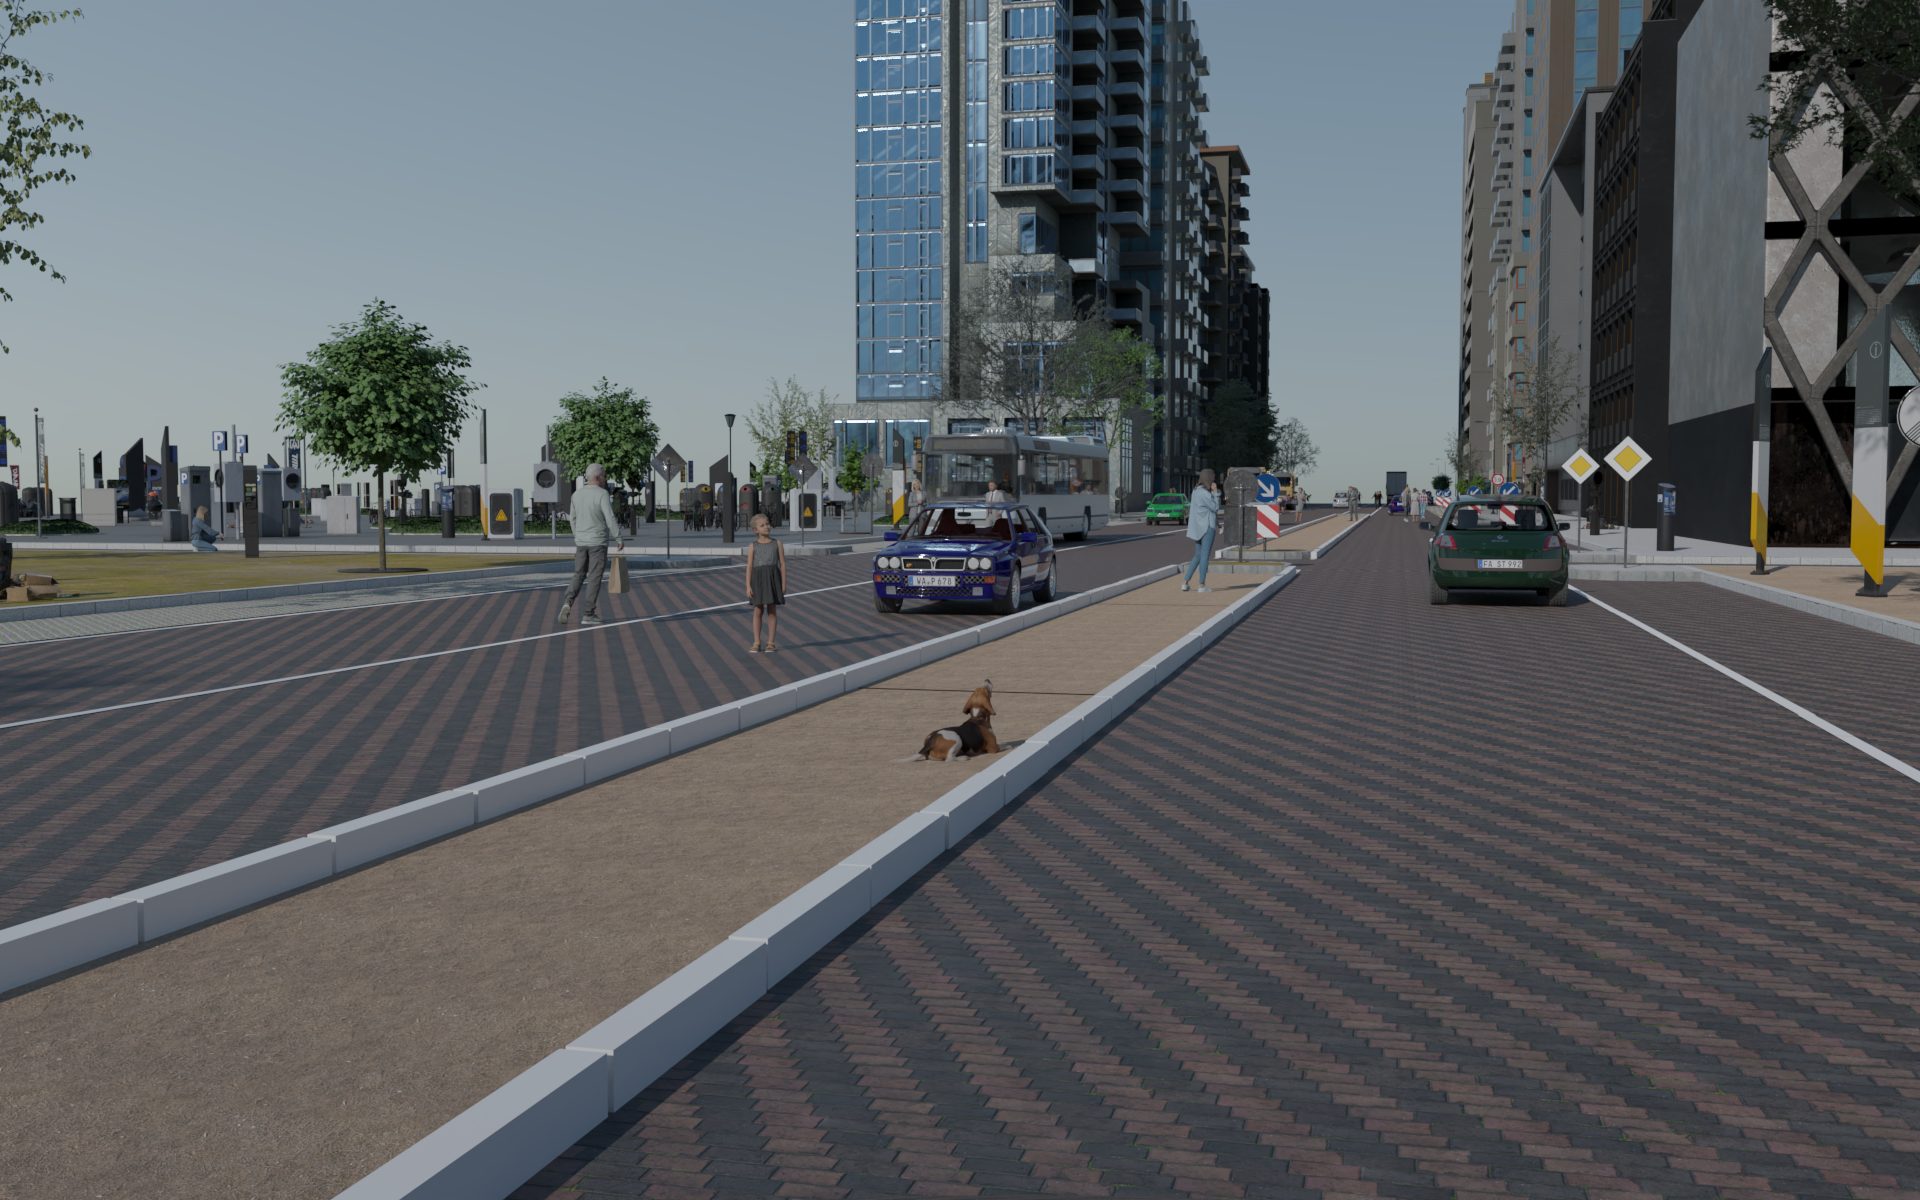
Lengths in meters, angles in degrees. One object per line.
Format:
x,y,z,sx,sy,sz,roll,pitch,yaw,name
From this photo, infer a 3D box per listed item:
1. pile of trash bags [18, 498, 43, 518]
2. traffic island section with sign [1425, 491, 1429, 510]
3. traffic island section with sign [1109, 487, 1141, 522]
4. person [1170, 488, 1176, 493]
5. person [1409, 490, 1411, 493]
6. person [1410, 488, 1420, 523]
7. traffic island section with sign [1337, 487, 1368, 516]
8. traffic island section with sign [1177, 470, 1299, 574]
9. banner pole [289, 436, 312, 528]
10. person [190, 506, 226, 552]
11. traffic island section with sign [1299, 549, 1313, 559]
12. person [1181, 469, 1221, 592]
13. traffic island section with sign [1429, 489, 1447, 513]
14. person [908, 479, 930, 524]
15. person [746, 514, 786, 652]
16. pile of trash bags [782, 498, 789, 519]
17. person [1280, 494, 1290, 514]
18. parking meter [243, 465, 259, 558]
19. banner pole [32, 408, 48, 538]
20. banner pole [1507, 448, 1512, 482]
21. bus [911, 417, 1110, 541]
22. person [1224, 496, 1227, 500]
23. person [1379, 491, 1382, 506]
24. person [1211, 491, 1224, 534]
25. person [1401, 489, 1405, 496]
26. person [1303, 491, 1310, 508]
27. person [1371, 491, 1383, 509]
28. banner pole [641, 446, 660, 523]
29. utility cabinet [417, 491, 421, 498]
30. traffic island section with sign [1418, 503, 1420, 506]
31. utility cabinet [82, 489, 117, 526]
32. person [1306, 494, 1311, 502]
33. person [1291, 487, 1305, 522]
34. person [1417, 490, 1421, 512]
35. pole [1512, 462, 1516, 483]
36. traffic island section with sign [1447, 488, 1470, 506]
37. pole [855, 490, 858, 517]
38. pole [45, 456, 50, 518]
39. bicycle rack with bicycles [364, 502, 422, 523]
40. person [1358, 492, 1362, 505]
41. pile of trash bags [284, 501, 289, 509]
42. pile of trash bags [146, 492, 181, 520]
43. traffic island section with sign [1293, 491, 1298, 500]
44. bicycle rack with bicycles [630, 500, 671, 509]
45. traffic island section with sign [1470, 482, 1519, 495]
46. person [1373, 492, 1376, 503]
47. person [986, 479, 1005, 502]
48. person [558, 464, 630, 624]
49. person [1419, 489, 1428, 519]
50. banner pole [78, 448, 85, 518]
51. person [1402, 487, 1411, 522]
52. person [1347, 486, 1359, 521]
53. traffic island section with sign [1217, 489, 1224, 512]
-51.576,-5.123,93.520,1.912,1.369,3.447,2,4,30,pile of trash bags
44.390,-9.316,160.949,1.989,1.847,2.006,1,4,14,traffic island section with sign
8.381,-5.001,90.387,1.989,1.847,2.006,1,4,14,traffic island section with sign
13.447,-6.170,109.348,0.573,1.828,0.580,2,4,29,person
45.266,-10.140,174.295,1.348,1.824,0.705,3,5,44,person
22.905,-4.782,87.262,0.480,1.755,0.524,-1,4,-11,person
25.378,-6.346,111.892,2.006,1.907,1.989,1,4,14,traffic island section with sign
5.106,-1.451,31.865,2.006,1.907,1.989,1,4,14,traffic island section with sign
-25.124,-4.639,65.870,0.863,3.779,0.401,0,4,5,banner pole
-17.620,-1.622,40.521,0.738,1.151,1.012,-2,4,-26,person
6.934,-1.890,39.044,2.006,1.907,1.989,1,4,14,traffic island section with sign
3.493,-1.001,25.138,0.793,1.790,0.793,3,5,41,person
37.564,-7.669,134.018,1.989,1.847,2.006,1,4,14,traffic island section with sign
-0.993,-2.046,42.135,0.537,1.800,0.526,0,4,-3,person
-1.760,-0.158,15.752,0.362,1.253,0.373,0,4,-2,person
-8.678,-4.789,88.055,1.912,1.369,3.447,1,4,22,pile of trash bags
22.787,-6.706,121.376,0.697,1.427,0.421,0,4,6,person
-14.252,-1.780,34.817,0.255,1.863,0.399,-1,4,-21,parking meter
-26.547,-3.670,50.018,0.863,3.779,0.401,3,5,45,banner pole
29.875,-6.378,94.291,0.401,3.779,0.863,2,4,33,banner pole
1.773,-3.361,49.813,2.948,3.499,13.247,1,4,16,bus
22.520,-8.199,145.743,0.628,1.438,0.799,1,4,15,person
49.926,-12.085,206.019,0.705,1.831,1.348,-1,4,-15,person
9.062,-3.293,62.180,0.795,1.843,0.661,-2,4,-25,person
34.457,-7.717,134.537,0.709,1.838,0.599,-1,4,-15,person
36.341,-10.663,182.925,1.350,1.814,0.705,0,4,7,person
39.442,-9.442,163.700,1.217,1.723,0.721,2,4,31,person
-13.967,-5.375,77.893,0.863,3.779,0.401,-1,4,-14,banner pole
-38.614,-7.080,124.433,0.318,1.500,1.173,-3,5,-41,utility cabinet
57.733,-12.540,213.660,1.989,1.847,2.006,1,4,14,traffic island section with sign
-34.302,-3.693,69.057,1.173,1.500,0.318,-1,4,-13,utility cabinet
49.178,-14.208,243.987,0.799,1.438,0.628,1,4,12,person
17.469,-4.934,89.528,0.716,1.782,0.532,1,4,15,person
37.569,-8.119,141.688,0.683,1.767,0.568,-1,4,-10,person
34.715,-7.018,108.579,0.158,3.312,0.155,0,3,0,pole
25.441,-4.741,86.147,1.989,1.847,2.006,1,4,14,traffic island section with sign
-5.772,-6.263,96.239,0.158,3.312,0.155,0,3,0,pole
-48.387,-5.990,91.774,0.158,3.312,0.155,0,3,0,pole
-25.068,-3.855,76.413,2.852,0.926,2.925,0,4,-1,bicycle rack with bicycles
54.220,-13.831,235.319,0.721,1.739,1.217,-2,4,-35,person
-36.731,-5.110,93.308,3.447,1.369,1.912,2,4,31,pile of trash bags
-40.163,-4.755,87.494,3.447,1.369,1.912,3,5,42,pile of trash bags
47.508,-14.446,244.817,1.989,1.847,2.006,1,4,14,traffic island section with sign
-19.362,-5.728,107.039,2.852,0.926,2.925,3,5,44,bicycle rack with bicycles
18.683,-3.110,59.473,1.989,1.847,2.006,1,4,14,traffic island section with sign
63.721,-15.711,265.396,0.705,1.821,1.348,-2,4,-28,person
0.849,-2.047,42.248,0.678,1.792,0.850,2,4,34,person
-3.999,-0.614,19.022,0.782,1.767,0.515,2,4,29,person
26.846,-5.571,100.417,0.563,1.720,0.643,3,5,45,person
-47.672,-6.365,94.077,0.863,3.779,0.401,3,5,44,banner pole
23.318,-4.980,90.108,0.709,1.800,0.728,0,4,-8,person
20.562,-5.038,90.673,0.655,1.846,0.447,3,5,41,person
20.619,-7.953,138.660,1.989,1.847,2.006,1,4,14,traffic island section with sign
